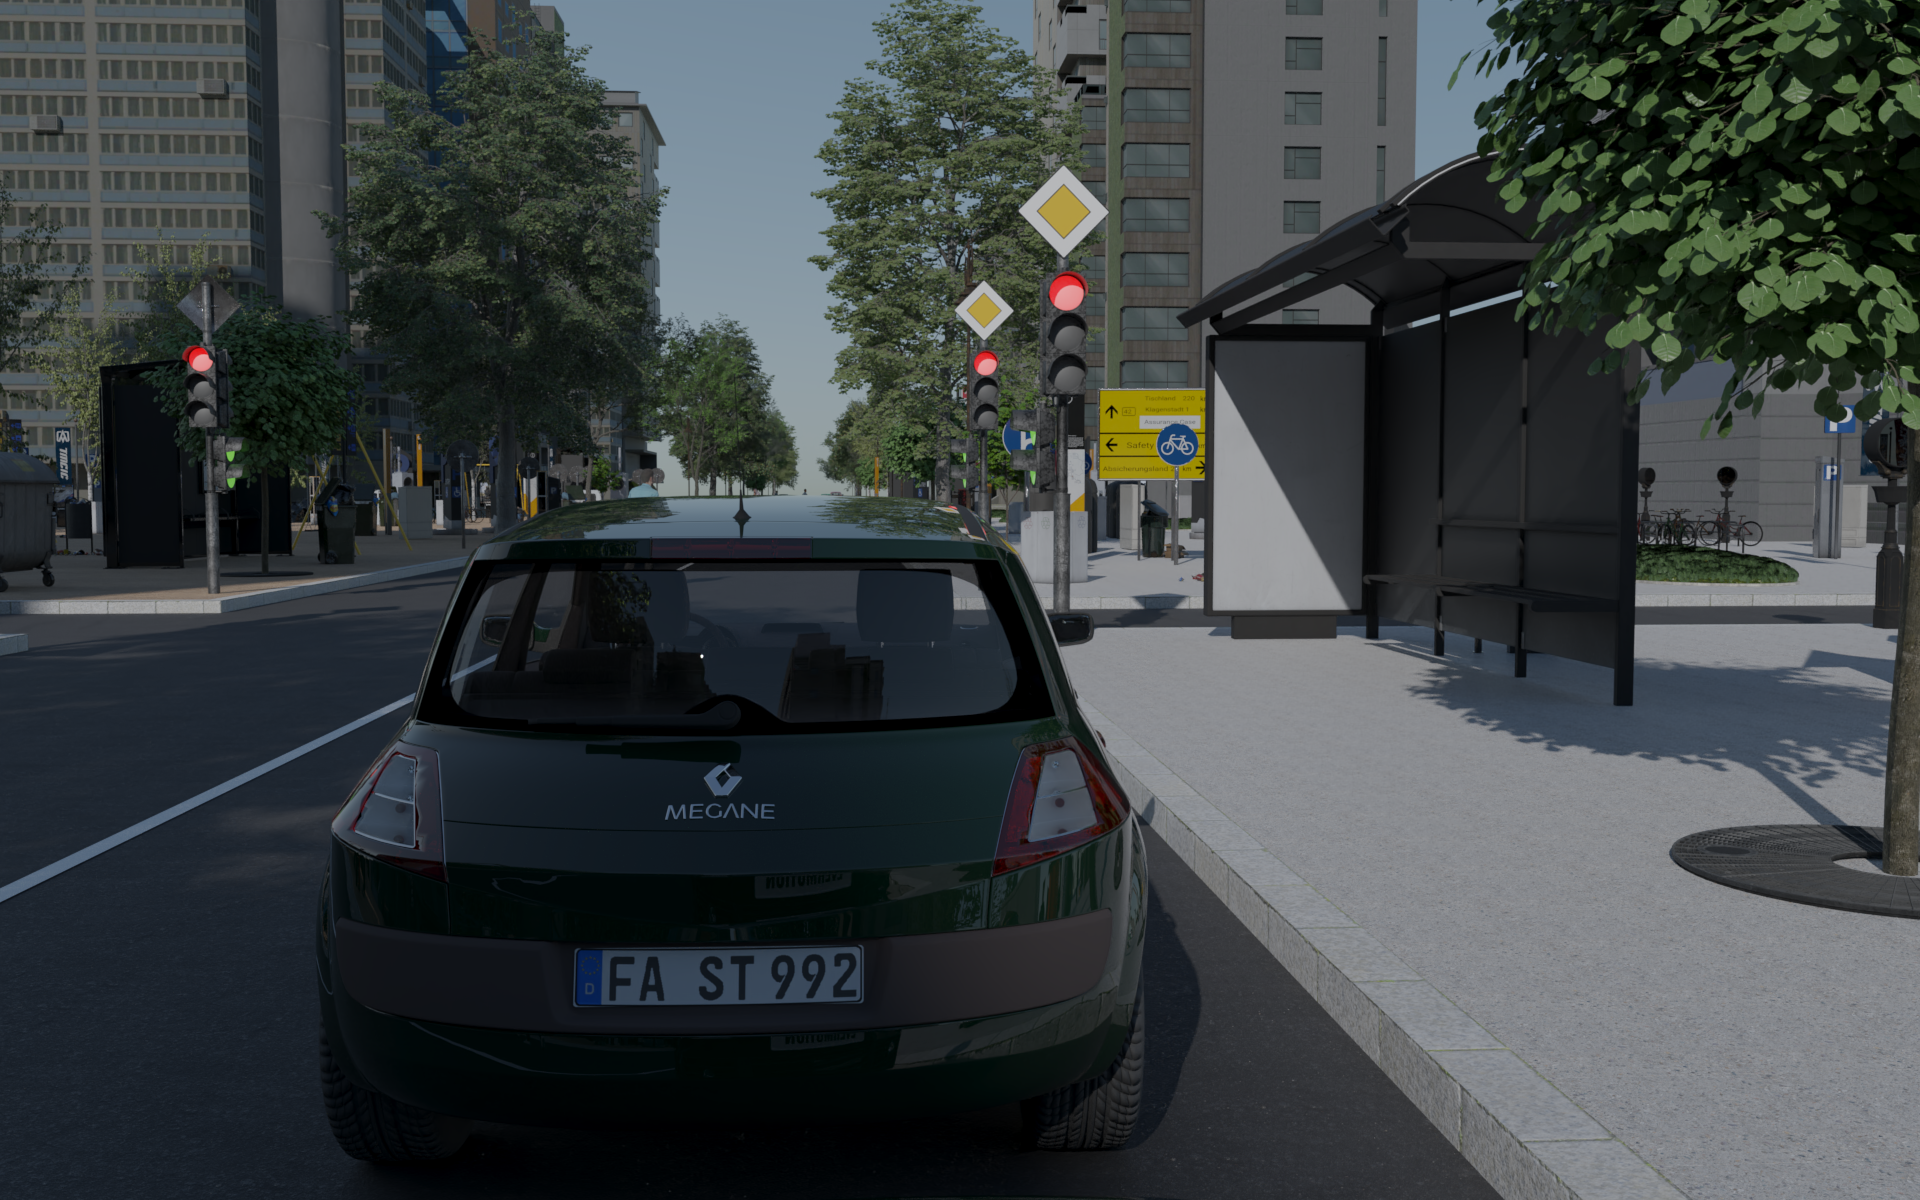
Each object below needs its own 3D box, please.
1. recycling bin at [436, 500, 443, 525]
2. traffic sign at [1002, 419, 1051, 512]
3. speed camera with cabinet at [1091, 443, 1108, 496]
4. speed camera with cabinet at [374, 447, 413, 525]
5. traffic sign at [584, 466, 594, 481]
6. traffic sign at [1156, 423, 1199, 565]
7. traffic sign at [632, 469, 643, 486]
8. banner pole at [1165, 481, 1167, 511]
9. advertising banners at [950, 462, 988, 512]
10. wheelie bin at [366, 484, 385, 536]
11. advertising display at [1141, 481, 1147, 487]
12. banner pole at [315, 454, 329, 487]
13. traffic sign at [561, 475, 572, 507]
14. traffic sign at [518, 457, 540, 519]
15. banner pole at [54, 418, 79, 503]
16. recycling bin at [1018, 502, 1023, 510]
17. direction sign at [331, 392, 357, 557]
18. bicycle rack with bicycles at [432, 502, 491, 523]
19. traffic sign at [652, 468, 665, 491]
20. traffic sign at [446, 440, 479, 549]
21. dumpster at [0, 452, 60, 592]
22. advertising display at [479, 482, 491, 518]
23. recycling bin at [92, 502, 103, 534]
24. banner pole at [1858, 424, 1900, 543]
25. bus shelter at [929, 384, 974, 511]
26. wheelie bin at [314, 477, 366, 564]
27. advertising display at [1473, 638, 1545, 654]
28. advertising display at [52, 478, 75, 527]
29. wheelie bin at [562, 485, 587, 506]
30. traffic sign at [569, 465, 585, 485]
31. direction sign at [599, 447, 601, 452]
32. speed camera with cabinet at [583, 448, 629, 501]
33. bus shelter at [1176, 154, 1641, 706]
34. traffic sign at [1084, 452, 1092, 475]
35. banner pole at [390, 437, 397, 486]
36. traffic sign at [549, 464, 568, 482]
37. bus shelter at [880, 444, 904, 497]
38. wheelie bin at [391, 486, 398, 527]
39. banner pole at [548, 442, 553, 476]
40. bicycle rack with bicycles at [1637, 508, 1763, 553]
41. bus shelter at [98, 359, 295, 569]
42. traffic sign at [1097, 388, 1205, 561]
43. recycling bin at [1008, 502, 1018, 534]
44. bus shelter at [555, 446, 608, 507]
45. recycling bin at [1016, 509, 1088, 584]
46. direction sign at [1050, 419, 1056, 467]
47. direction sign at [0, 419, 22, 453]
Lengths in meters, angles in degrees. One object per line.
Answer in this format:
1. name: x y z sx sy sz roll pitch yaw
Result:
1. recycling bin: -21.057 -3.591 71.262 0.722 1.027 0.722 1 4 11
2. traffic sign: 1.040 -1.635 26.835 0.768 2.556 0.104 0 4 1
3. speed camera with cabinet: 5.256 -4.429 66.754 0.660 3.252 2.038 1 4 15
4. speed camera with cabinet: -23.569 -4.736 71.776 0.660 3.252 2.038 2 4 25
5. traffic sign: -16.490 -4.717 77.235 0.768 2.556 0.104 0 4 -1
6. traffic sign: 3.905 -1.903 31.227 0.768 2.556 0.104 0 4 -2
7. traffic sign: -16.271 -5.372 87.942 0.768 2.556 0.104 0 4 1
8. banner pole: 9.329 -5.393 78.191 0.401 3.779 0.863 0 4 6
9. advertising banners: 0.100 -3.634 55.604 2.074 3.025 0.090 -3 5 -42
10. wheelie bin: -18.234 -2.759 53.023 0.980 1.594 0.693 0 4 -2
11. advertising display: 7.018 -3.921 69.321 0.974 1.923 0.123 2 4 24
12. banner pole: -27.698 -5.202 75.071 0.401 3.779 0.863 2 4 35
13. traffic sign: -18.636 -4.962 81.134 0.884 2.594 0.081 0 4 4
14. traffic sign: -14.743 -3.617 59.237 0.768 2.556 0.104 0 4 -1
15. banner pole: -29.485 -4.118 57.351 0.863 3.779 0.401 -1 4 -19
16. recycling bin: 2.028 -1.909 43.774 0.722 1.027 0.722 3 5 40
17. direction sign: -12.499 -2.640 35.163 0.379 3.537 0.876 1 4 12
18. bicycle rack with bicycles: -22.079 -3.834 76.068 2.925 0.926 2.852 -3 5 -40
19. traffic sign: -14.749 -5.151 84.331 0.768 2.556 0.104 0 4 3
20. traffic sign: -11.665 -2.479 40.636 0.768 2.556 0.104 0 4 -1
21. dumpster: -13.069 -1.065 23.180 1.264 1.857 1.865 0 4 -4
22. advertising display: -25.162 -5.341 92.534 0.974 1.923 0.123 0 4 -6
23. recycling bin: -27.771 -2.685 56.457 0.722 1.027 0.722 1 4 21
24. banner pole: 15.362 -2.372 28.794 0.401 3.779 0.863 -2 4 -33
25. bus shelter: -0.155 -5.088 60.816 2.179 5.291 8.768 0 4 -4
26. wheelie bin: -11.467 -1.466 31.869 0.693 1.594 0.980 -2 4 -32
27. advertising display: 4.608 -0.532 13.916 0.974 1.923 0.123 0 4 3
28. advertising display: -34.723 -3.774 66.917 0.123 1.923 0.974 3 4 36
29. wheelie bin: -14.074 -3.369 62.998 0.980 1.594 0.693 -3 4 -37
30. traffic sign: -16.864 -4.665 76.381 0.768 2.556 0.104 0 4 1
31. direction sign: -17.295 -5.581 83.242 0.379 3.537 0.876 0 4 -7
32. speed camera with cabinet: -15.145 -4.843 73.511 2.038 3.252 0.660 0 4 2
33. bus shelter: 3.129 -1.153 12.783 2.014 3.302 5.546 0 4 -4
34. traffic sign: 3.449 -3.069 50.286 0.768 2.556 0.104 0 4 2
35. banner pole: -24.745 -5.240 75.699 0.401 3.779 0.863 0 4 1
36. traffic sign: -16.861 -4.444 72.765 0.768 2.556 0.104 0 4 -1
37. bus shelter: -2.744 -5.427 80.018 1.731 3.624 6.357 0 4 -4
38. wheelie bin: -22.582 -3.706 68.493 0.980 1.594 0.693 0 4 1
39. banner pole: -18.783 -5.470 79.452 0.401 3.779 0.863 -2 4 -30
40. bicycle rack with bicycles: 16.127 -1.530 38.390 2.852 0.926 2.925 1 4 14
41. bus shelter: -14.102 -2.534 32.707 1.731 3.624 6.357 0 4 -4
42. traffic sign: 3.767 -2.406 33.216 2.265 3.308 0.079 0 4 3
43. recycling bin: 2.022 -2.666 56.140 0.722 1.027 0.722 2 4 24
44. bus shelter: -18.575 -5.748 85.267 1.731 3.624 6.357 0 4 -4
45. recycling bin: 1.366 -0.767 25.101 0.722 1.027 0.722 3 5 45
46. direction sign: 2.418 -3.528 49.684 0.876 3.537 0.379 -3 5 -41
47. direction sign: -28.727 -3.685 52.241 0.379 3.537 0.876 3 5 42
